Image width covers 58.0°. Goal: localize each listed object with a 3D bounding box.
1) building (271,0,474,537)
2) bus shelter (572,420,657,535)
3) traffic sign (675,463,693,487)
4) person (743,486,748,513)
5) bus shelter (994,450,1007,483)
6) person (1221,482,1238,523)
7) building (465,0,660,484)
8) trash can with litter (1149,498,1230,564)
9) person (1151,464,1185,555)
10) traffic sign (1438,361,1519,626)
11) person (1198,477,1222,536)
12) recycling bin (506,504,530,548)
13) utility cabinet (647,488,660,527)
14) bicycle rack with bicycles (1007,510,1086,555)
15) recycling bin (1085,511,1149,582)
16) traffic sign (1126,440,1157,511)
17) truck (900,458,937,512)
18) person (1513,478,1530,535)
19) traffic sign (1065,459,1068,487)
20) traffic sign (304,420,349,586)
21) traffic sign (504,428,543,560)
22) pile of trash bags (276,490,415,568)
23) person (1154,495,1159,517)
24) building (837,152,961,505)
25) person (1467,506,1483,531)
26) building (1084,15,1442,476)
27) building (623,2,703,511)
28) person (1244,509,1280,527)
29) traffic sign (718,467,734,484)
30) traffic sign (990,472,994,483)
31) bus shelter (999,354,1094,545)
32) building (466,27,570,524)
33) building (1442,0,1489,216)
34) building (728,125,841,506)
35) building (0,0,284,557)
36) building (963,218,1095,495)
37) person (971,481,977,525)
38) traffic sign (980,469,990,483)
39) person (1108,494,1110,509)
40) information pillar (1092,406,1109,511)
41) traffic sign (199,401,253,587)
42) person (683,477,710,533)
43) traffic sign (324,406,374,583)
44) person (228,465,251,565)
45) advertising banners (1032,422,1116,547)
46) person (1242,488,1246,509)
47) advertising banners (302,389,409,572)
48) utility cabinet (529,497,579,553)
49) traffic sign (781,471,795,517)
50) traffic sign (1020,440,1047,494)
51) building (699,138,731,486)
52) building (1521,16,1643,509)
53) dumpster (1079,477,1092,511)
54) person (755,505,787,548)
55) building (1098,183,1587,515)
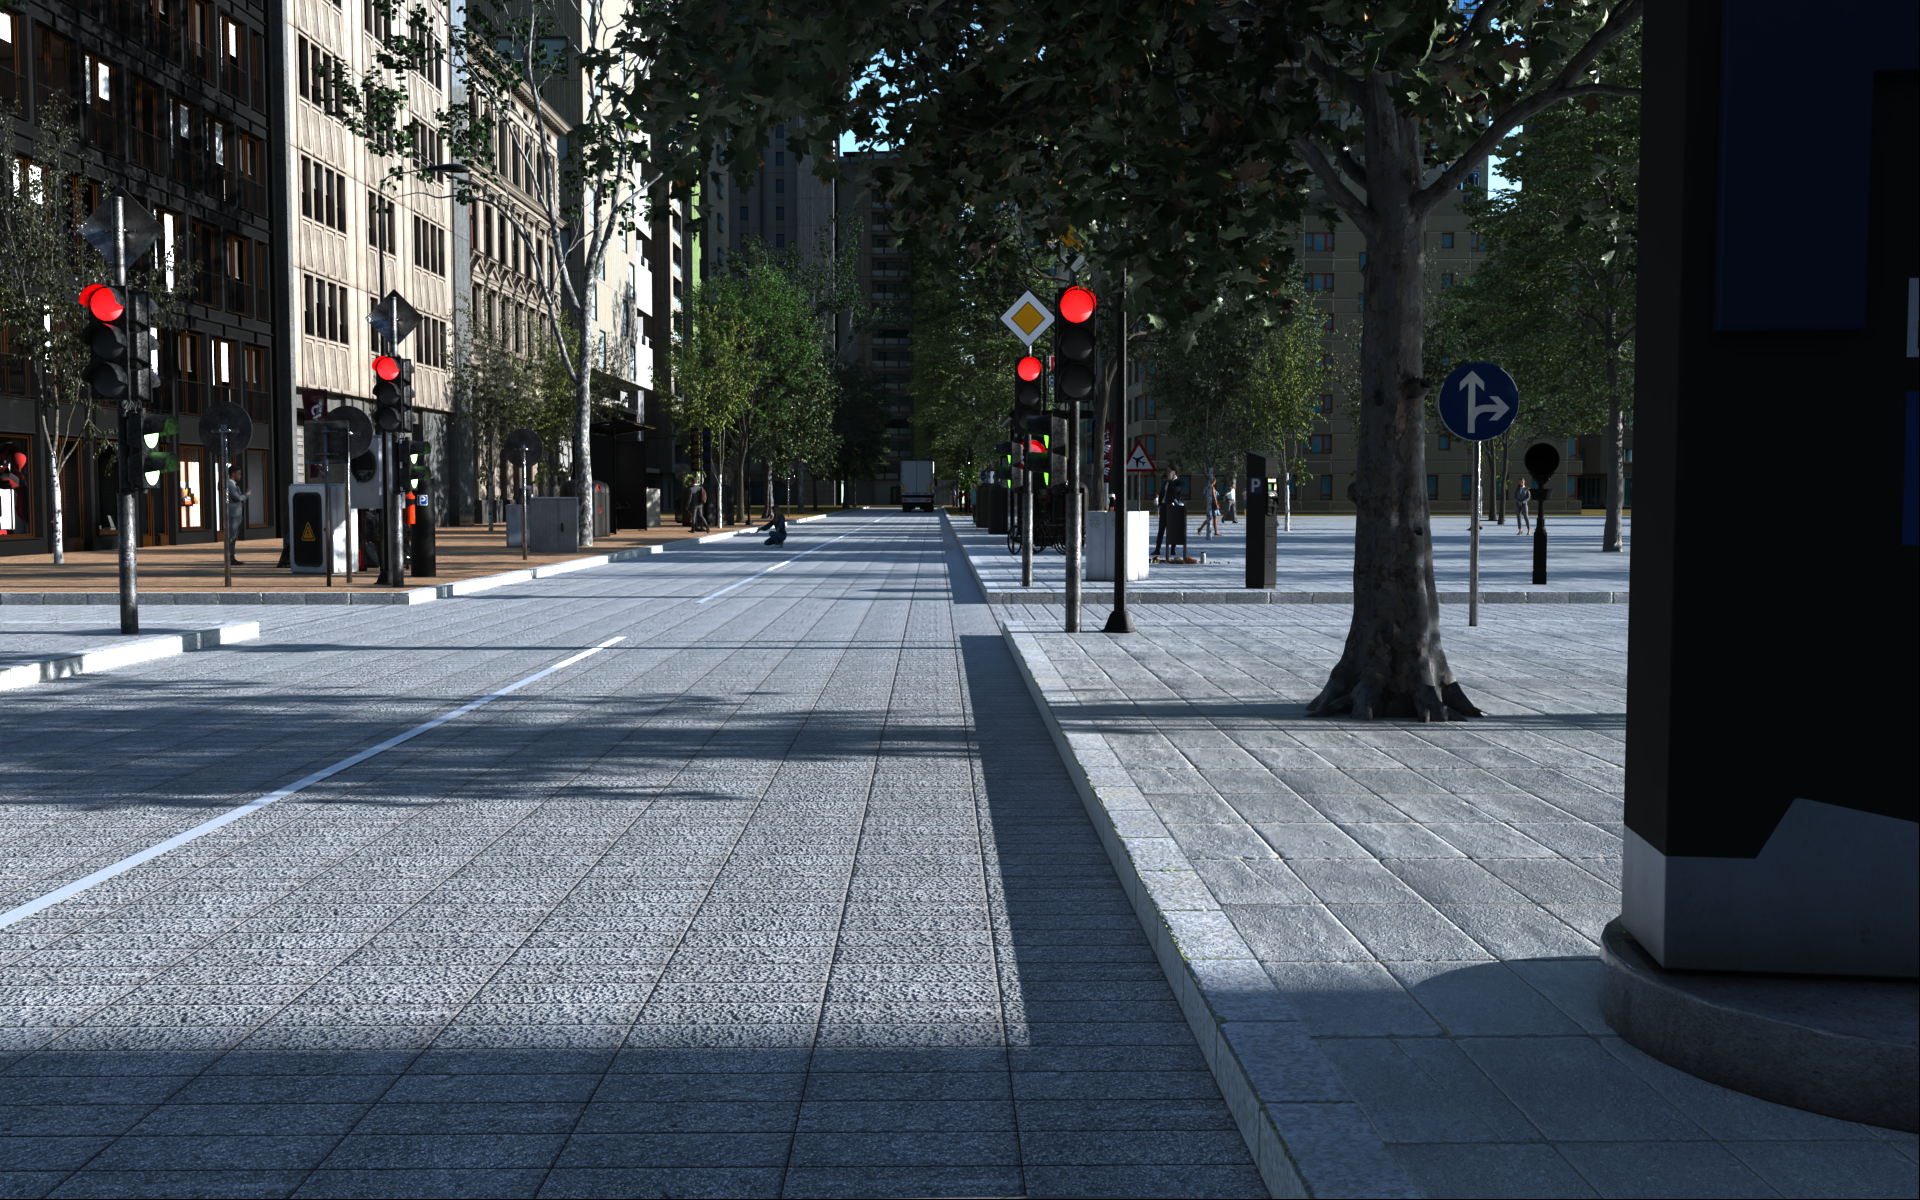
[{"bbox_3d":[-25.682,-14.796,59.939,12.078,24.808,19.932,0,4,-1],"label":"building"},{"bbox_3d":[-11.476,-4.075,57.903,1.731,3.624,6.357,0,4,-1],"label":"bus shelter"},{"bbox_3d":[-11.491,-4.401,72.070,0.768,2.556,0.104,0,4,0],"label":"traffic sign"},{"bbox_3d":[-14.775,-6.926,119.280,0.705,1.824,1.348,-1,4,-19],"label":"person"},{"bbox_3d":[2.285,-4.105,61.036,2.014,3.302,5.546,0,4,-1],"label":"bus shelter"},{"bbox_3d":[11.839,-4.279,76.103,0.679,1.850,0.850,-3,5,-45],"label":"person"},{"bbox_3d":[-35.134,-31.944,111.521,28.713,52.752,27.495,0,4,-1],"label":"building"},{"bbox_3d":[3.881,-1.309,32.463,1.678,1.210,2.233,-2,4,-33],"label":"trash can with litter"},{"bbox_3d":[4.382,-1.895,36.396,0.648,1.900,0.474,2,4,31],"label":"person"},{"bbox_3d":[4.990,-1.019,16.759,0.768,2.556,0.104,0,4,4],"label":"traffic sign"},{"bbox_3d":[7.689,-2.869,53.039,0.778,1.811,0.616,-1,4,-13],"label":"person"},{"bbox_3d":[-10.576,-1.795,41.900,0.722,1.027,0.722,-1,4,-9],"label":"recycling bin"},{"bbox_3d":[-12.070,-3.568,67.021,0.318,1.500,1.173,2,4,28],"label":"utility cabinet"},{"bbox_3d":[2.176,-1.456,37.187,2.925,0.926,2.852,-3,4,-38],"label":"bicycle rack with bicycles"},{"bbox_3d":[2.335,-0.805,25.713,0.722,1.027,0.722,2,4,33],"label":"recycling bin"},{"bbox_3d":[4.280,-2.539,41.511,0.884,2.594,0.081,0,4,4],"label":"traffic sign"},{"bbox_3d":[-3.344,-9.211,139.519,2.839,4.237,11.283,0,4,0],"label":"truck"},{"bbox_3d":[17.607,-2.933,54.265,0.520,1.790,0.573,1,4,15],"label":"person"},{"bbox_3d":[3.885,-3.871,63.404,0.768,2.556,0.104,0,4,2],"label":"traffic sign"},{"bbox_3d":[-8.770,-1.338,24.008,0.606,2.300,0.079,0,4,-1],"label":"traffic sign"},{"bbox_3d":[-8.481,-2.054,33.684,0.768,2.556,0.104,0,4,3],"label":"traffic sign"},{"bbox_3d":[-10.751,-1.329,31.480,1.912,1.369,3.447,1,4,12],"label":"pile of trash bags"},{"bbox_3d":[11.218,-5.391,98.870,0.332,1.250,0.352,0,4,7],"label":"person"},{"bbox_3d":[-6.995,-31.608,200.391,14.086,41.232,14.154,0,4,-1],"label":"building"},{"bbox_3d":[17.936,-3.061,60.358,0.640,1.303,0.475,3,5,41],"label":"person"},{"bbox_3d":[25.283,-34.297,150.002,28.713,52.752,27.495,0,4,-1],"label":"building"},{"bbox_3d":[-27.794,-27.470,132.732,14.154,41.232,14.086,0,4,-1],"label":"building"},{"bbox_3d":[11.661,-3.714,66.984,1.509,1.804,0.699,-1,4,-17],"label":"person"},{"bbox_3d":[-11.152,-5.041,82.529,0.768,2.556,0.104,0,4,7],"label":"traffic sign"},{"bbox_3d":[1.658,-4.661,78.330,0.606,2.300,0.079,0,4,-1],"label":"traffic sign"},{"bbox_3d":[2.233,-4.273,47.494,2.179,5.291,8.768,0,4,-1],"label":"bus shelter"},{"bbox_3d":[-25.358,-15.369,80.153,11.050,23.489,19.941,0,4,-1],"label":"building"},{"bbox_3d":[46.843,-54.489,203.560,31.000,86.520,22.319,0,4,-1],"label":"building"},{"bbox_3d":[-28.185,-40.399,202.530,28.212,58.520,21.231,0,4,-1],"label":"building"},{"bbox_3d":[-25.681,-12.963,41.624,12.332,23.373,15.834,0,4,-1],"label":"building"},{"bbox_3d":[15.618,-35.823,205.313,30.456,49.044,23.786,0,4,-1],"label":"building"},{"bbox_3d":[0.729,-4.064,72.513,0.660,1.820,0.620,2,4,33],"label":"person"},{"bbox_3d":[1.416,-5.385,88.147,0.768,2.556,0.104,0,4,7],"label":"traffic sign"},{"bbox_3d":[7.962,-5.103,93.754,0.425,1.301,0.394,3,4,39],"label":"person"},{"bbox_3d":[3.774,-3.373,46.499,0.504,3.616,0.183,2,4,35],"label":"information pillar"},{"bbox_3d":[-10.087,-1.449,23.792,0.768,2.556,0.104,0,4,5],"label":"traffic sign"},{"bbox_3d":[-8.628,-3.102,56.732,0.822,1.834,0.622,3,4,38],"label":"person"},{"bbox_3d":[-8.830,-1.521,24.967,0.768,2.556,0.104,0,4,3],"label":"traffic sign"},{"bbox_3d":[-13.057,-1.534,31.305,0.466,1.800,0.511,-2,4,-26],"label":"person"},{"bbox_3d":[2.767,-2.813,42.187,2.074,3.025,0.090,1,4,11],"label":"advertising banners"},{"bbox_3d":[16.440,-5.628,98.652,0.593,1.750,0.643,-1,4,-16],"label":"person"},{"bbox_3d":[-10.047,-1.990,28.718,2.074,3.025,0.090,1,4,20],"label":"advertising banners"},{"bbox_3d":[-8.912,-1.644,38.040,1.020,1.237,0.306,0,4,-4],"label":"utility cabinet"},{"bbox_3d":[-9.596,-5.912,96.774,0.768,2.556,0.104,0,4,0],"label":"traffic sign"},{"bbox_3d":[1.656,-2.472,40.530,0.768,2.556,0.104,0,4,2],"label":"traffic sign"},{"bbox_3d":[-32.038,-32.302,151.834,21.600,48.544,21.300,0,4,-1],"label":"building"},{"bbox_3d":[63.616,-32.388,153.251,21.600,48.544,21.300,0,4,-1],"label":"building"},{"bbox_3d":[4.227,-3.199,58.060,1.264,1.857,1.865,0,4,-1],"label":"dumpster"},{"bbox_3d":[-4.921,-1.959,46.021,0.738,1.151,1.012,-2,4,-28],"label":"person"},{"bbox_3d":[24.940,-16.953,122.214,27.650,21.520,28.899,0,4,-1],"label":"building"}]
